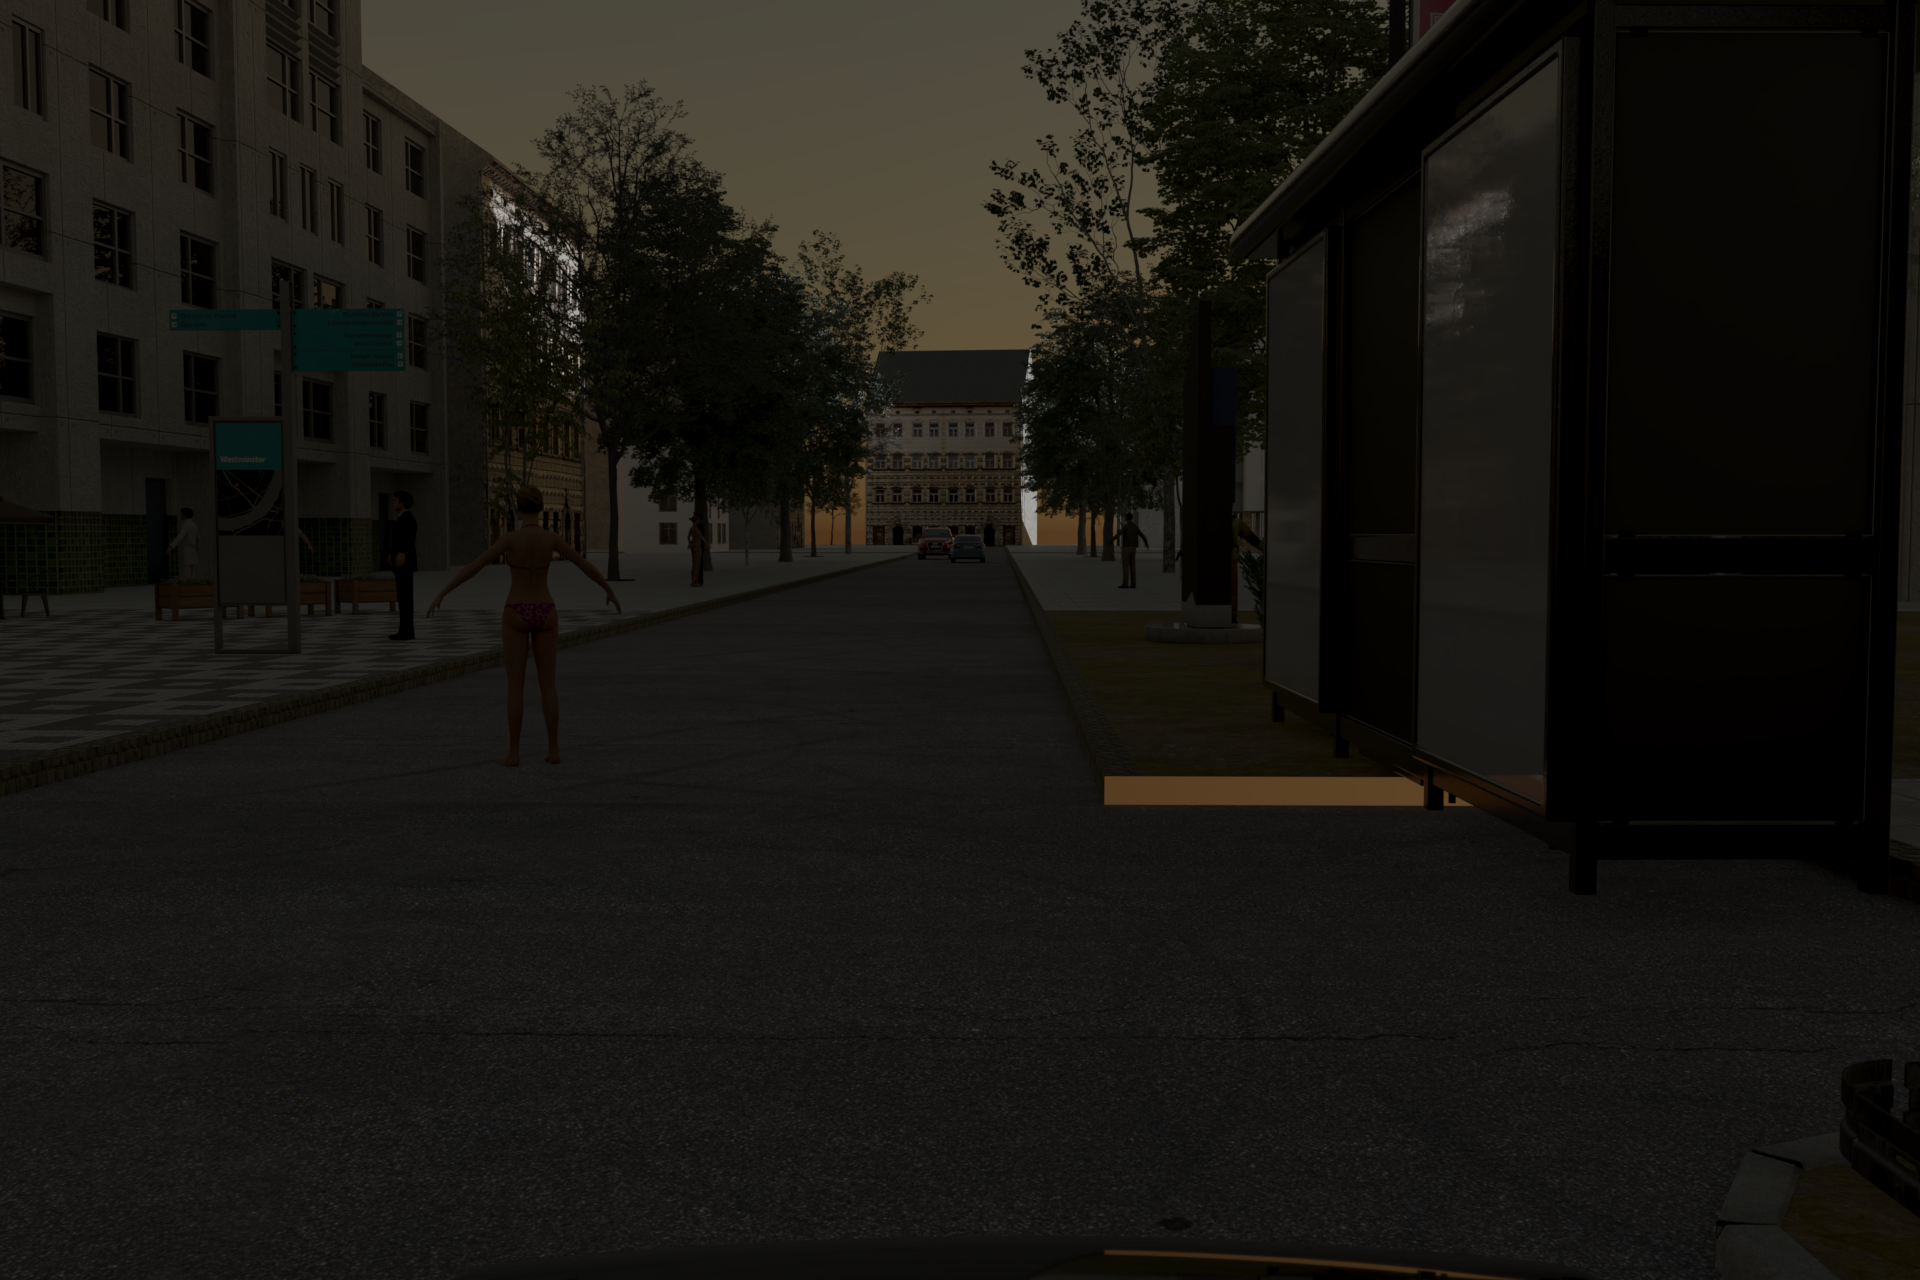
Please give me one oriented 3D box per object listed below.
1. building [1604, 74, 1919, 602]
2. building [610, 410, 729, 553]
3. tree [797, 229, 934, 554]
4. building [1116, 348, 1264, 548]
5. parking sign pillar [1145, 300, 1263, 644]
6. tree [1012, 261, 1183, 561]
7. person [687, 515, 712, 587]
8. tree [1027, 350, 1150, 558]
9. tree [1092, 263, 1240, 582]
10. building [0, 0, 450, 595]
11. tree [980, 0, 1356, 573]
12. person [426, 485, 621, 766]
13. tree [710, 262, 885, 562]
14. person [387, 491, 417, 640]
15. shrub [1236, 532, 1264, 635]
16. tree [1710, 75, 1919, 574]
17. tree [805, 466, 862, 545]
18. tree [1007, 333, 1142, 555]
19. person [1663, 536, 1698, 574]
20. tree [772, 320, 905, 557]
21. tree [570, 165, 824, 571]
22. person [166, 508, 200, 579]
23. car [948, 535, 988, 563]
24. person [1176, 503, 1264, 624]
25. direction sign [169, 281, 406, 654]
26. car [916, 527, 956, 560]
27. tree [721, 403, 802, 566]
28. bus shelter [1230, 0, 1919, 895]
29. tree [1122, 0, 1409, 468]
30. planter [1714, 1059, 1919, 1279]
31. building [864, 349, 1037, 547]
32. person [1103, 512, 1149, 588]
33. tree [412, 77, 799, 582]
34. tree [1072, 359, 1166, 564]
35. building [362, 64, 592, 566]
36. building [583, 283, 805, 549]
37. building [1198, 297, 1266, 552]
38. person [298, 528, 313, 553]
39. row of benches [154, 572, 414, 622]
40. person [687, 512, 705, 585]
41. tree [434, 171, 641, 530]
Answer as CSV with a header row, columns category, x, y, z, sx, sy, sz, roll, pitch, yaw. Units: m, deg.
category,x,y,z,sx,sy,sz,roll,pitch,yaw
building,26.660,-11.076,47.554,16.747,18.905,31.486,0,4,2
building,-21.995,-11.590,131.649,9.099,9.664,28.070,0,4,1
tree,-8.501,-15.587,110.743,12.611,20.169,13.585,0,3,0
building,25.063,-18.762,173.214,16.747,18.905,31.486,0,4,1
parking sign pillar,2.952,-1.972,20.713,1.447,3.967,1.447,0,4,-1
tree,7.173,-10.767,82.703,9.857,13.997,8.962,0,3,0
person,-6.320,-2.149,41.935,0.721,1.733,1.217,-2,4,-32
tree,7.449,-10.357,95.099,9.928,11.665,9.643,0,3,0
tree,5.861,-5.874,46.398,4.737,8.622,4.395,0,3,0
building,-26.828,-10.912,44.873,16.747,18.905,31.486,0,4,2
tree,6.656,-12.388,58.440,12.611,20.169,13.585,0,3,0
person,-2.700,-0.095,10.817,1.217,1.733,0.721,-2,4,-28
tree,-8.134,-10.588,79.764,9.857,13.997,8.962,0,3,0
person,-6.803,-0.912,21.097,0.705,1.806,1.347,-1,4,-22
shrub,3.552,-0.756,16.787,1.690,2.028,1.600,0,3,0
tree,7.706,-4.136,17.983,4.360,8.622,3.978,0,3,0
tree,-14.897,-16.543,204.889,7.601,10.594,8.767,0,4,-1
tree,7.628,-12.275,107.345,9.857,13.997,8.962,0,3,0
person,15.937,-1.965,38.258,1.347,1.817,0.704,-1,4,-22
tree,-8.229,-11.380,96.430,12.009,13.543,11.850,0,3,0
tree,-8.943,-9.387,60.128,9.857,13.997,8.962,0,3,0
person,-15.443,-1.735,34.562,0.705,1.806,1.347,0,4,-1
car,0.403,-4.611,87.396,2.014,1.417,4.499,0,3,0
person,3.731,-1.144,24.466,1.354,1.858,0.705,0,4,2
direction sign,-7.088,-1.846,18.952,2.525,3.948,1.411,0,4,2
car,-1.310,-5.500,98.599,2.281,1.827,5.304,0,4,2
tree,-8.650,-7.301,69.728,4.360,8.622,3.978,0,3,0
bus shelter,2.941,-1.996,10.264,2.179,5.291,8.768,0,4,-1
tree,6.460,-6.939,31.578,7.486,12.596,7.792,0,3,0
planter,2.459,1.111,2.971,1.991,0.319,1.994,0,4,1
building,-0.660,-22.768,205.644,18.063,23.208,19.493,0,4,8
person,3.981,-2.122,40.965,1.348,1.796,0.705,-2,4,-33
tree,-9.389,-8.348,46.859,12.009,13.543,11.850,0,3,0
tree,6.890,-7.499,72.964,4.360,8.622,3.978,0,3,0
building,-28.359,-15.148,78.606,19.493,23.208,18.063,0,4,0
building,-24.296,-19.817,154.940,19.493,23.208,18.063,0,4,2
building,23.585,-17.197,137.584,16.016,20.090,11.380,0,4,1
person,-13.609,-1.774,34.856,1.347,1.847,0.705,1,4,8
row of benches,-10.524,-0.705,26.991,1.422,0.672,4.104,3,5,41
person,-6.617,-2.301,43.563,0.705,1.837,1.347,0,4,2
tree,-9.086,-5.254,36.258,4.737,8.622,4.395,0,3,0
